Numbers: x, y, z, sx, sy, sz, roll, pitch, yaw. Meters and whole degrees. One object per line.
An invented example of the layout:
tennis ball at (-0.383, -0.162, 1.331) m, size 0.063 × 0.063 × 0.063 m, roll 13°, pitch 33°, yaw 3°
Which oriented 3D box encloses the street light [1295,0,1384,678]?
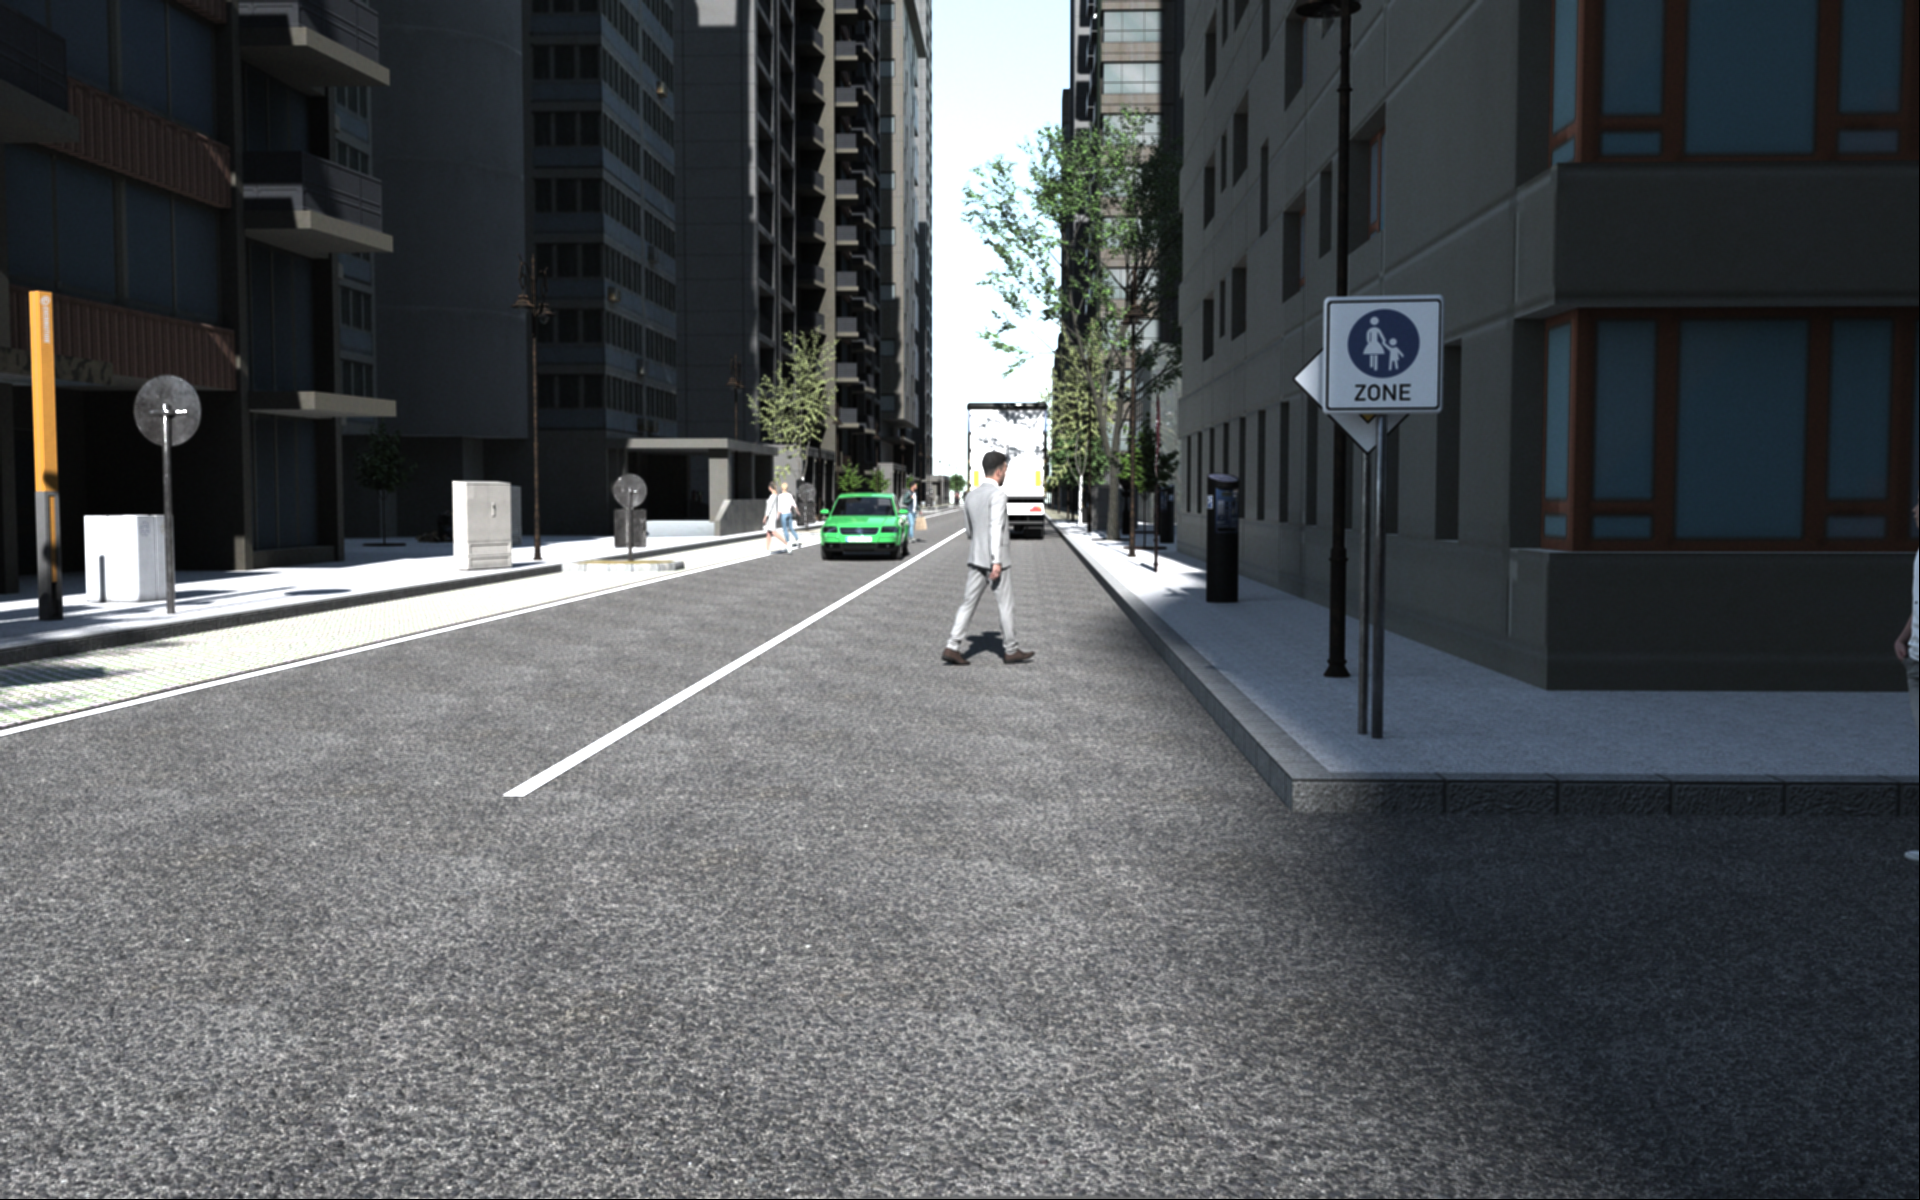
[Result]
street light at (2.654, -2.399, 12.016) m, size 0.468 × 5.910 × 1.993 m, roll 0°, pitch 4°, yaw 2°

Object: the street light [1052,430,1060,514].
street light at (6.486, -8.608, 113.531) m, size 0.468 × 5.910 × 1.993 m, roll 0°, pitch 4°, yaw 2°

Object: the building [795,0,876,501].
building at (-17.558, -28.468, 120.083) m, size 22.147 × 44.769 × 28.867 m, roll 0°, pitch 4°, yaw 2°

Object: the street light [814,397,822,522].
street light at (-6.496, -6.567, 80.151) m, size 0.468 × 5.910 × 1.993 m, roll 0°, pitch 4°, yaw 2°

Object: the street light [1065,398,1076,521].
street light at (5.416, -6.735, 82.906) m, size 0.468 × 5.910 × 1.993 m, roll 0°, pitch 4°, yaw 2°

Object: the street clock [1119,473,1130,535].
street clock at (5.255, -3.068, 54.730) m, size 0.471 × 2.002 × 0.358 m, roll 3°, pitch 4°, yaw 36°

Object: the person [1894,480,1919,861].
person at (3.821, 0.273, 6.641) m, size 0.523 × 1.515 × 0.503 m, roll -2°, pitch 4°, yaw -34°

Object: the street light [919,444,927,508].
street light at (-3.555, -11.294, 157.446) m, size 0.468 × 5.910 × 1.993 m, roll 0°, pitch 4°, yaw 2°

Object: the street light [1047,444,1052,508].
street light at (7.347, -10.026, 136.715) m, size 0.468 × 5.910 × 1.993 m, roll 0°, pitch 4°, yaw 2°

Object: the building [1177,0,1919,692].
building at (18.787, -10.940, 23.904) m, size 28.899 × 21.520 × 27.650 m, roll 0°, pitch 4°, yaw 2°

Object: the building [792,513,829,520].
building at (-17.600, -40.121, 94.223) m, size 20.563 × 71.187 × 20.611 m, roll 0°, pitch 4°, yaw 2°

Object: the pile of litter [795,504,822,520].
pile of litter at (-7.240, -4.305, 84.345) m, size 1.719 × 0.858 × 1.176 m, roll 2°, pitch 4°, yaw 26°

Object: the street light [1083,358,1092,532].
street light at (4.394, -5.254, 58.693) m, size 0.468 × 5.910 × 1.993 m, roll 0°, pitch 4°, yaw 2°

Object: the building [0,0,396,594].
building at (-21.726, -22.586, 23.912) m, size 22.147 × 44.769 × 28.867 m, roll 0°, pitch 4°, yaw 2°

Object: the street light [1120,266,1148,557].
street light at (3.515, -3.817, 35.201) m, size 0.468 × 5.910 × 1.993 m, roll 0°, pitch 4°, yaw 2°

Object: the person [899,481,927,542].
person at (-1.388, -2.620, 51.321) m, size 0.794 × 1.824 × 0.713 m, roll -3°, pitch 5°, yaw -41°

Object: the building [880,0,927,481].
building at (-18.426, -36.306, 182.844) m, size 28.713 × 52.752 × 27.495 m, roll 0°, pitch 4°, yaw 2°

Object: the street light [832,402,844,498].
street light at (-6.162, -7.004, 87.299) m, size 0.468 × 5.910 × 1.993 m, roll 0°, pitch 4°, yaw 2°

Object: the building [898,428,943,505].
building at (-18.531, -31.643, 209.238) m, size 32.217 × 40.220 × 23.993 m, roll 0°, pitch 4°, yaw 2°

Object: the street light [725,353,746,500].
street light at (-7.357, -5.149, 56.966) m, size 0.468 × 5.910 × 1.993 m, roll 0°, pitch 4°, yaw 2°

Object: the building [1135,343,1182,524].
building at (19.130, -46.101, 66.425) m, size 22.319 × 86.520 × 31.000 m, roll 0°, pitch 4°, yaw 2°

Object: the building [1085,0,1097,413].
building at (19.742, -30.280, 114.683) m, size 23.786 × 49.044 × 30.456 m, roll 0°, pitch 4°, yaw 2°

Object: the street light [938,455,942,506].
street light at (-2.237, -13.509, 193.654) m, size 0.468 × 5.910 × 1.993 m, roll 0°, pitch 4°, yaw 2°

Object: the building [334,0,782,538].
building at (-23.062, -22.423, 58.491) m, size 32.217 × 40.220 × 23.993 m, roll 0°, pitch 4°, yaw 2°

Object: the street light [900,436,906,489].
street light at (-4.418, -9.859, 133.982) m, size 0.468 × 5.910 × 1.993 m, roll 0°, pitch 4°, yaw 2°

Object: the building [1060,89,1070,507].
building at (17.354, -30.238, 177.983) m, size 14.154 × 41.232 × 14.086 m, roll 0°, pitch 4°, yaw 2°

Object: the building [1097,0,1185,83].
building at (14.258, -25.006, 92.450) m, size 14.154 × 41.232 × 14.086 m, roll 0°, pitch 4°, yaw 2°

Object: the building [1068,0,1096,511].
building at (19.589, -36.801, 143.699) m, size 21.231 × 58.520 × 28.212 m, roll 0°, pitch 4°, yaw 2°

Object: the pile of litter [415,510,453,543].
pile of litter at (-14.034, -1.982, 46.375) m, size 1.176 × 0.858 × 1.719 m, roll 0°, pitch 4°, yaw 5°

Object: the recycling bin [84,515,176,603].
recycling bin at (-9.951, -0.503, 20.772) m, size 0.722 × 1.027 × 0.722 m, roll 1°, pitch 4°, yaw 14°

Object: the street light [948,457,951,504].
street light at (-1.315, -14.927, 216.836) m, size 0.468 × 5.910 × 1.993 m, roll 0°, pitch 4°, yaw 2°

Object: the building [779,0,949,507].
building at (-11.872, -48.451, 230.423) m, size 20.563 × 71.187 × 20.611 m, roll 0°, pitch 4°, yaw 2°

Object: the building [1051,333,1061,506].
building at (24.942, -21.696, 199.768) m, size 27.650 × 21.520 × 28.899 m, roll 0°, pitch 4°, yaw 2°

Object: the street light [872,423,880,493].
street light at (-5.308, -8.441, 110.799) m, size 0.468 × 5.910 × 1.993 m, roll 0°, pitch 4°, yaw 2°

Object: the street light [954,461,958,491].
street light at (-0.500, -16.356, 240.213) m, size 0.468 × 5.910 × 1.993 m, roll 0°, pitch 4°, yaw 2°

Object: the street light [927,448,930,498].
street light at (-3.107, -12.034, 169.543) m, size 0.468 × 5.910 × 1.993 m, roll 0°, pitch 4°, yaw 2°

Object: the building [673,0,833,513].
building at (-15.022, -43.158, 143.892) m, size 20.563 × 71.187 × 20.611 m, roll 0°, pitch 4°, yaw 2°

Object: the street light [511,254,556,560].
street light at (-8.211, -3.713, 33.495) m, size 0.468 × 5.910 × 1.993 m, roll 0°, pitch 4°, yaw 2°
